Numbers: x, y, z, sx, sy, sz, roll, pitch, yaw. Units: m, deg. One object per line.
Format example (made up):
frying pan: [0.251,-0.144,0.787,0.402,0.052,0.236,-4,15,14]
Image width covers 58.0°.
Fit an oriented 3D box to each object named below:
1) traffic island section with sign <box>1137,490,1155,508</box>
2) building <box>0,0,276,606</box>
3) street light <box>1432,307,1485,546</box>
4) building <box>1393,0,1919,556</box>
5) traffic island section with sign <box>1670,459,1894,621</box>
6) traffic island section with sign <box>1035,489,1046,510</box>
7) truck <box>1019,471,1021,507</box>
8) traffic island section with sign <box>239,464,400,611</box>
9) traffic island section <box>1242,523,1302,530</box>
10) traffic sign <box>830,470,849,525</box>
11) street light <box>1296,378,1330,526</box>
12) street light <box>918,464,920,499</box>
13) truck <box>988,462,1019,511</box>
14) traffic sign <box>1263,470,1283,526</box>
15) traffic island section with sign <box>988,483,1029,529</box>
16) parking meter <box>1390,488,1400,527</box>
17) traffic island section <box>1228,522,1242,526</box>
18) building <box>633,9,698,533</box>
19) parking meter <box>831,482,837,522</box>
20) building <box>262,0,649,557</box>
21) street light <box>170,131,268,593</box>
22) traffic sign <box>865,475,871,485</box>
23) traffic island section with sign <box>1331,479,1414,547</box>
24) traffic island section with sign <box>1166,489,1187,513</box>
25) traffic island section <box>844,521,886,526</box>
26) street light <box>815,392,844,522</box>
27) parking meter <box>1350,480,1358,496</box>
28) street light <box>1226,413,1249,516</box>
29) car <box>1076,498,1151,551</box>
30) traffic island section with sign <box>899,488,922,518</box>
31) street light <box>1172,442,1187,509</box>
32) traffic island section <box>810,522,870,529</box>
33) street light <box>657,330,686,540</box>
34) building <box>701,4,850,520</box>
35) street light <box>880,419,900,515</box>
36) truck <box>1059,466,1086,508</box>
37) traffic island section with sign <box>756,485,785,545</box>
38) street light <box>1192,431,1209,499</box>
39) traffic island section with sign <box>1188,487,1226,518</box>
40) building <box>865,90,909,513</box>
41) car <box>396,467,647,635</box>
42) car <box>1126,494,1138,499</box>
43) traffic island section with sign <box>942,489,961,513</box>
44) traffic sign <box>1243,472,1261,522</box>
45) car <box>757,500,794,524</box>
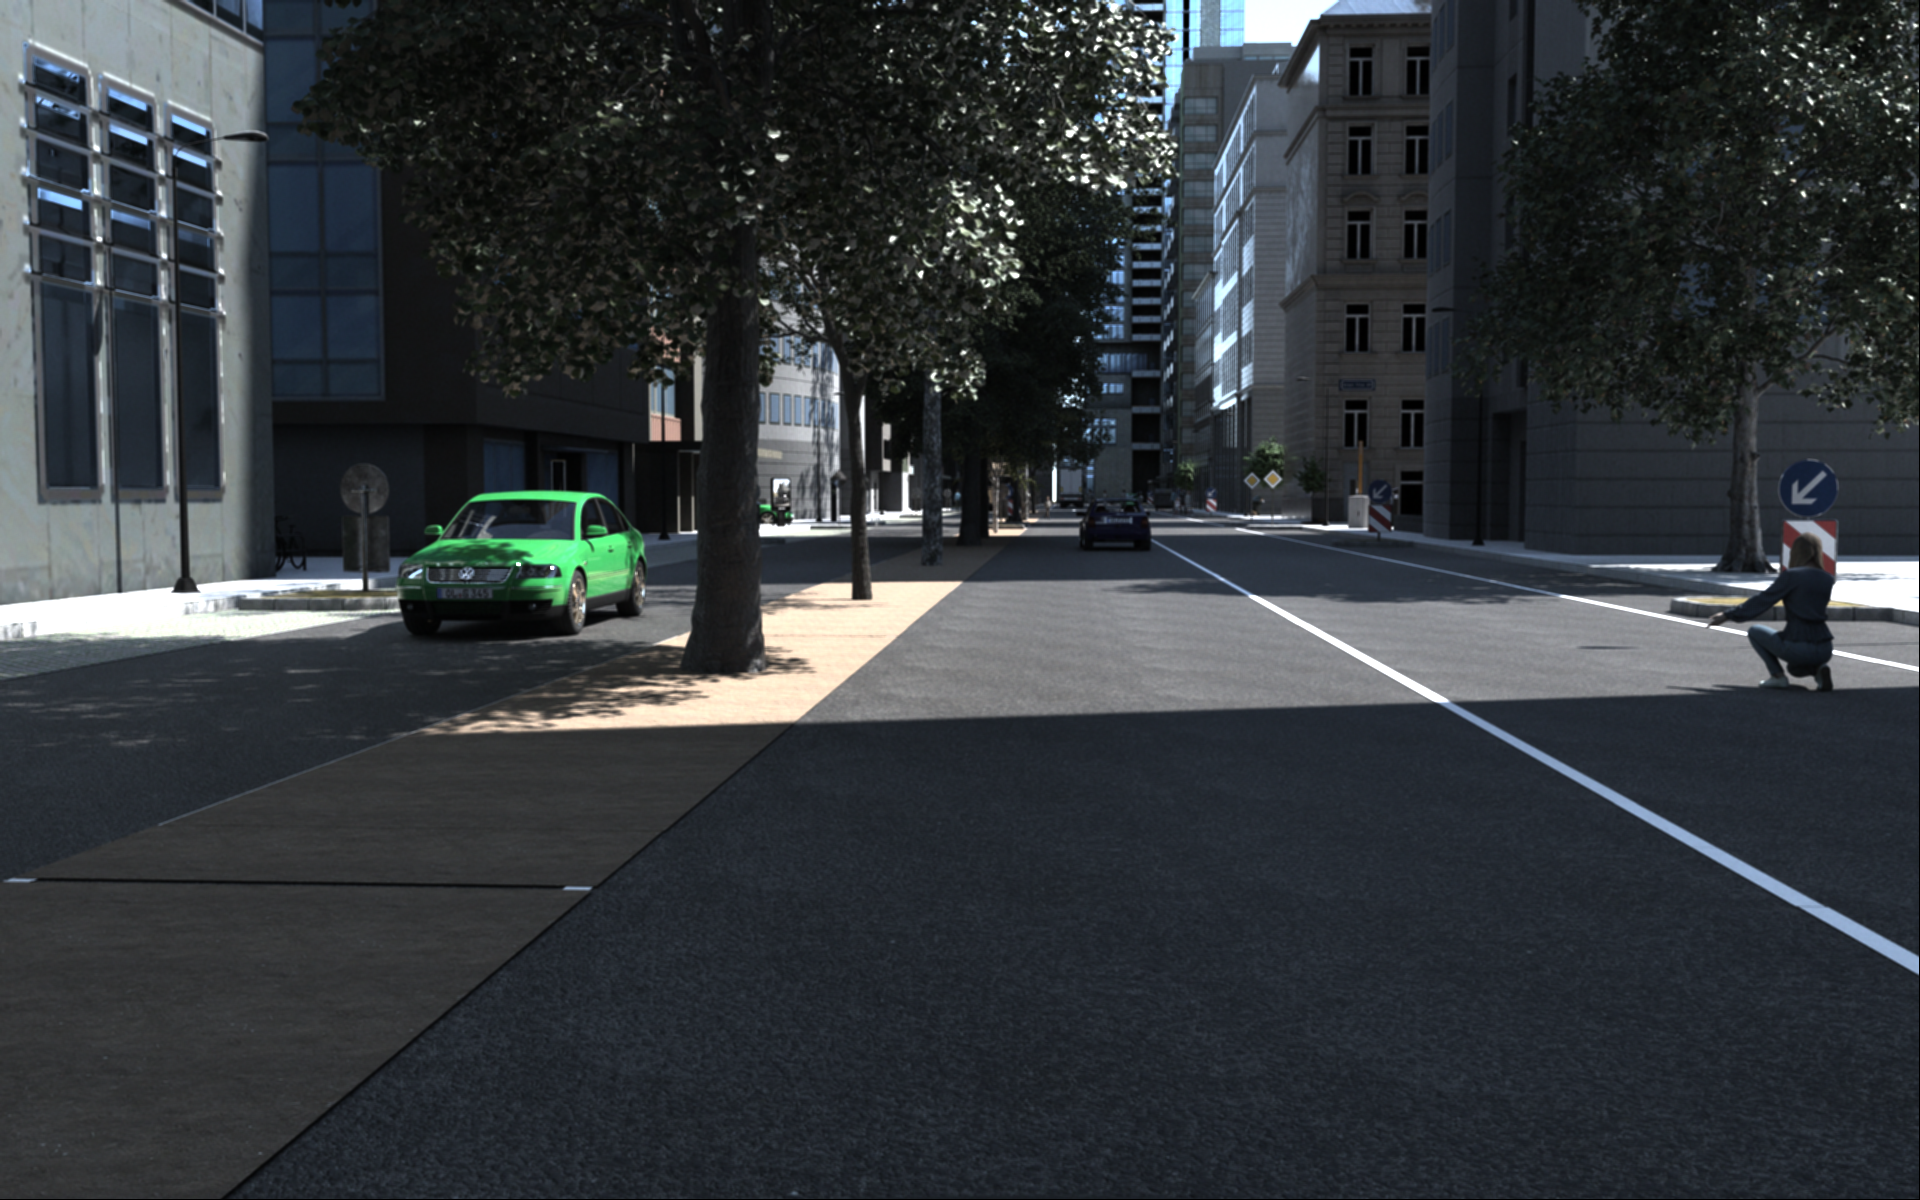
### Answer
traffic island section with sign: [19.594,-10.473,179.867,1.989,1.847,2.006,0,4,4]
building: [-20.692,-42.606,9.285,22.319,86.520,31.000,0,4,4]
street light: [12.398,-4.315,43.092,1.470,5.913,1.316,0,4,4]
building: [24.247,-30.941,47.885,21.231,58.520,28.212,0,4,4]
traffic island section with sign: [9.584,-0.725,20.478,1.989,1.847,2.006,0,4,4]
traffic island section with sign: [6.830,-8.900,153.657,2.006,1.907,1.989,0,4,4]
truck: [5.833,-12.535,193.862,2.839,4.237,11.283,0,4,5]
traffic island section with sign: [-7.769,-0.820,22.039,1.989,1.847,2.006,0,4,4]
traffic island section: [12.706,-2.940,70.342,2.009,0.180,2.903,0,4,4]
traffic sign: [-4.976,-4.144,71.393,0.795,2.450,0.064,0,4,4]
street light: [14.104,-5.909,69.147,1.470,5.913,1.316,0,4,4]
street light: [-2.582,-9.735,131.708,1.470,5.913,1.316,0,4,4]
truck: [3.478,-9.628,146.338,2.839,4.237,11.283,0,4,5]
traffic sign: [12.682,-4.075,70.267,0.795,2.450,0.064,0,4,4]
traffic island section with sign: [2.128,-4.314,78.666,2.006,1.907,1.989,0,4,4]
parking meter: [17.079,-3.650,68.092,0.372,1.533,0.369,0,3,0]
traffic island section: [13.207,-3.427,78.312,2.009,0.180,2.903,0,4,4]
building: [-22.311,-24.763,59.504,28.867,44.769,22.147,0,4,4]
parking meter: [-5.884,-4.591,80.776,0.255,1.863,0.399,0,4,-7]
building: [-16.088,-23.899,40.857,14.600,45.320,14.200,0,4,4]
street light: [-9.550,-3.046,22.351,1.470,5.913,1.316,0,4,4]
traffic sign: [-4.476,-4.631,79.362,0.795,2.450,0.064,0,4,4]
traffic island section with sign: [11.281,-2.381,47.559,1.989,1.847,2.006,0,4,4]
traffic island section with sign: [16.450,-7.409,129.764,1.989,1.847,2.006,0,4,4]
traffic island section: [-4.500,-3.495,79.425,2.009,0.180,2.903,0,4,4]
street light: [-5.930,-6.528,79.271,1.470,5.913,1.316,0,4,4]
parking meter: [15.967,-3.934,70.026,0.399,1.863,0.255,-3,5,-42]
street light: [15.975,-7.778,99.717,1.470,5.913,1.316,0,4,4]
car: [4.025,-1.998,45.254,1.945,1.354,3.894,0,4,2]
traffic island section with sign: [-2.606,-5.859,104.422,1.989,1.847,2.006,0,4,4]
street light: [19.413,-11.044,153.104,1.470,5.913,1.316,0,4,4]
traffic island section: [-5.000,-3.008,71.456,2.009,0.180,2.903,0,4,4]
street light: [-7.763,-4.640,48.402,1.470,5.913,1.316,0,4,4]
building: [-17.225,-33.654,92.237,21.231,58.520,28.212,0,4,4]
street light: [-4.218,-8.136,105.567,1.470,5.913,1.316,0,4,4]
truck: [11.760,-11.783,181.557,2.839,4.237,11.283,0,4,5]
traffic island section with sign: [-6.057,-2.499,49.486,1.989,1.847,2.006,0,4,4]
street light: [17.682,-9.444,126.958,1.470,5.913,1.316,0,4,4]
traffic island section with sign: [14.756,-5.764,102.862,1.989,1.847,2.006,0,4,4]
building: [-11.280,-21.418,121.883,14.160,30.474,14.107,0,4,4]
car: [-4.693,-0.626,19.031,1.959,1.807,4.718,0,4,2]
car: [16.142,-9.518,164.414,1.959,1.807,4.718,0,4,3]
traffic island section with sign: [-0.910,-7.504,131.324,1.989,1.847,2.006,0,4,4]
traffic sign: [13.183,-4.562,78.236,0.795,2.450,0.064,0,4,4]
car: [-9.614,-4.073,75.382,4.718,1.807,1.959,0,4,3]
